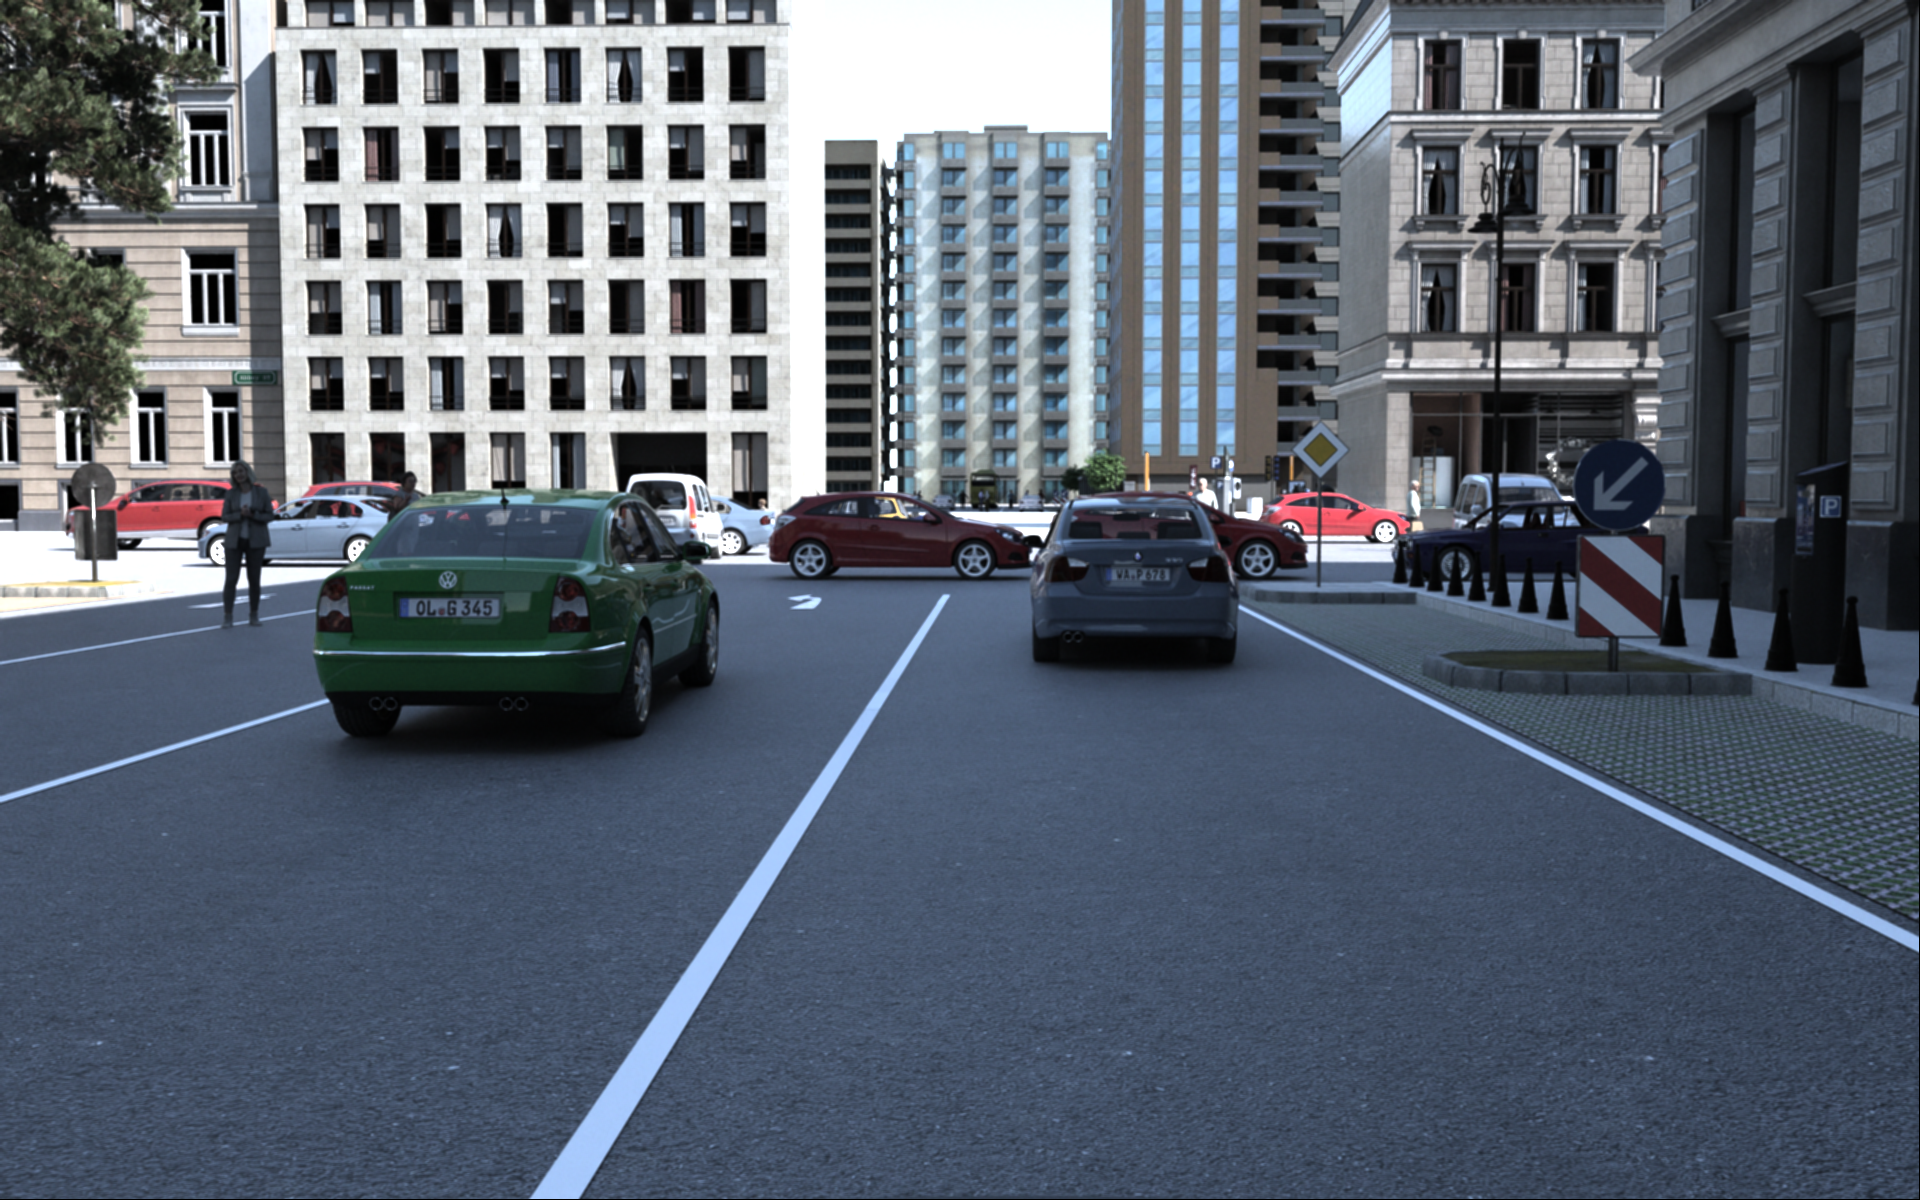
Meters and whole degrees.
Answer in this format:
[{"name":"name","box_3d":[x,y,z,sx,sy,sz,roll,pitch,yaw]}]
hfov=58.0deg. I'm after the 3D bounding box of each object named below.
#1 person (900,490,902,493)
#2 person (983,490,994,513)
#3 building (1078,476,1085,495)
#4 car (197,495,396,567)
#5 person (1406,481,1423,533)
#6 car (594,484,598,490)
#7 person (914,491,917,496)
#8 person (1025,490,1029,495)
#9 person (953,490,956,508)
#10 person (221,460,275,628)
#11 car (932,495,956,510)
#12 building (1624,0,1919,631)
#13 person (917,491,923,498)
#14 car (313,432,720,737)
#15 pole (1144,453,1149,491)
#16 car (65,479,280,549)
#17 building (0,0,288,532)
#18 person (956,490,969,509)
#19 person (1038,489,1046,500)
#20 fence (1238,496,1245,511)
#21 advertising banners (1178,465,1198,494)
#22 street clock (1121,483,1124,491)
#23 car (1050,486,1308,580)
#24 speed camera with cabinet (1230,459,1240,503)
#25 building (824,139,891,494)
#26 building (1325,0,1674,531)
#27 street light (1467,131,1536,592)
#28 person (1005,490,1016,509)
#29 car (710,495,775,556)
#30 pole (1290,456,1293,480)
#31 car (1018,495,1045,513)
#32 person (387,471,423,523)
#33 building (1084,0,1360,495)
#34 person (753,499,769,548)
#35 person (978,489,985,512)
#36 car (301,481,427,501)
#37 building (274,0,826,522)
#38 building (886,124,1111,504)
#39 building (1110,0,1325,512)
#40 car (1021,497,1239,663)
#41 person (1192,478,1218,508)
[{"name":"person","box_3d":[-6.237,-10.751,183.906,0.705,1.869,1.348,-2,4,-24]},{"name":"person","box_3d":[2.184,-7.647,134.267,0.721,1.736,1.217,-3,5,-41]},{"name":"building","box_3d":[27.859,-29.151,168.503,32.217,40.220,23.993,0,4,2]},{"name":"car","box_3d":[-12.873,-1.382,34.604,4.499,1.417,2.014,0,4,3]},{"name":"person","box_3d":[11.399,-2.124,43.707,0.515,1.767,0.782,0,4,3]},{"name":"car","box_3d":[-7.422,-1.130,28.259,4.222,1.686,2.009,0,4,2]},{"name":"person","box_3d":[-4.791,-10.460,180.239,0.721,1.735,1.217,-2,4,-27]},{"name":"person","box_3d":[6.732,-9.949,171.042,0.599,1.838,0.709,1,4,20]},{"name":"person","box_3d":[-0.555,-10.596,181.728,0.705,1.826,1.348,0,4,-3]},{"name":"person","box_3d":[-7.705,-0.615,18.735,0.537,1.800,0.526,-1,4,-11]},{"name":"car","box_3d":[-1.437,-8.605,153.055,2.083,1.381,4.827,0,4,3]},{"name":"building","box_3d":[13.380,-11.216,12.263,11.050,23.489,19.941,0,4,2]},{"name":"person","box_3d":[-3.861,-9.753,168.404,0.568,1.767,0.683,0,4,-7]},{"name":"car","box_3d":[-2.742,-0.172,11.608,1.959,1.807,4.718,0,4,1]},{"name":"pole","box_3d":[9.182,-5.594,85.298,0.158,3.312,0.155,0,3,0]},{"name":"car","box_3d":[-20.187,-2.189,44.465,5.304,1.827,2.281,0,4,0]},{"name":"building","box_3d":[-32.159,-17.000,63.850,20.117,28.700,13.634,0,4,2]},{"name":"person","box_3d":[0.254,-9.499,163.828,1.348,1.821,0.705,1,4,23]},{"name":"person","box_3d":[6.663,-8.267,143.631,0.705,1.831,1.348,-3,5,-42]},{"name":"fence","box_3d":[18.041,-6.326,114.629,2.264,1.192,0.480,0,4,-5]},{"name":"advertising banners","box_3d":[13.312,-6.597,104.040,2.074,3.025,0.090,2,4,31]},{"name":"street clock","box_3d":[10.758,-6.656,113.390,0.358,2.002,0.471,3,5,41]},{"name":"car","box_3d":[3.700,-1.262,29.670,4.494,1.783,2.155,0,4,3]},{"name":"speed camera with cabinet","box_3d":[15.119,-6.339,97.982,0.660,3.252,2.038,3,5,39]},{"name":"building","box_3d":[-20.330,-36.837,225.992,21.600,48.544,21.300,0,4,2]},{"name":"building","box_3d":[15.534,-12.864,61.235,40.483,20.767,10.553,0,4,2]},{"name":"street light","box_3d":[7.018,-3.047,22.603,0.468,5.910,1.993,0,4,2]},{"name":"person","box_3d":[4.915,-9.750,167.891,1.348,1.826,0.705,-2,4,-34]},{"name":"car","box_3d":[-6.566,-1.777,41.051,4.499,1.417,2.014,0,4,1]},{"name":"pole","box_3d":[17.644,-6.018,92.234,0.158,3.312,0.155,0,3,0]},{"name":"car","box_3d":[5.490,-7.375,132.935,2.083,1.381,4.827,0,4,3]},{"name":"person","box_3d":[-8.461,-1.084,26.579,0.532,1.782,0.716,2,4,25]},{"name":"building","box_3d":[21.254,-43.256,145.486,20.563,71.187,20.611,0,4,2]},{"name":"person","box_3d":[-5.255,-2.043,46.179,0.475,1.303,0.640,2,4,34]},{"name":"person","box_3d":[1.864,-8.167,141.898,0.599,1.838,0.709,-2,4,-34]},{"name":"car","box_3d":[-16.898,-2.598,51.144,5.304,1.827,2.281,0,4,1]},{"name":"building","box_3d":[-13.735,-12.656,61.675,16.860,20.320,10.420,0,4,2]},{"name":"building","box_3d":[5.902,-37.160,227.175,30.456,49.044,23.786,0,4,2]},{"name":"building","box_3d":[18.506,-29.249,128.337,14.600,45.320,14.200,0,4,2]},{"name":"car","box_3d":[1.557,-0.248,16.060,2.014,1.417,4.499,0,4,3]},{"name":"person","box_3d":[5.165,-1.730,37.276,0.782,1.767,0.515,1,4,9]}]
